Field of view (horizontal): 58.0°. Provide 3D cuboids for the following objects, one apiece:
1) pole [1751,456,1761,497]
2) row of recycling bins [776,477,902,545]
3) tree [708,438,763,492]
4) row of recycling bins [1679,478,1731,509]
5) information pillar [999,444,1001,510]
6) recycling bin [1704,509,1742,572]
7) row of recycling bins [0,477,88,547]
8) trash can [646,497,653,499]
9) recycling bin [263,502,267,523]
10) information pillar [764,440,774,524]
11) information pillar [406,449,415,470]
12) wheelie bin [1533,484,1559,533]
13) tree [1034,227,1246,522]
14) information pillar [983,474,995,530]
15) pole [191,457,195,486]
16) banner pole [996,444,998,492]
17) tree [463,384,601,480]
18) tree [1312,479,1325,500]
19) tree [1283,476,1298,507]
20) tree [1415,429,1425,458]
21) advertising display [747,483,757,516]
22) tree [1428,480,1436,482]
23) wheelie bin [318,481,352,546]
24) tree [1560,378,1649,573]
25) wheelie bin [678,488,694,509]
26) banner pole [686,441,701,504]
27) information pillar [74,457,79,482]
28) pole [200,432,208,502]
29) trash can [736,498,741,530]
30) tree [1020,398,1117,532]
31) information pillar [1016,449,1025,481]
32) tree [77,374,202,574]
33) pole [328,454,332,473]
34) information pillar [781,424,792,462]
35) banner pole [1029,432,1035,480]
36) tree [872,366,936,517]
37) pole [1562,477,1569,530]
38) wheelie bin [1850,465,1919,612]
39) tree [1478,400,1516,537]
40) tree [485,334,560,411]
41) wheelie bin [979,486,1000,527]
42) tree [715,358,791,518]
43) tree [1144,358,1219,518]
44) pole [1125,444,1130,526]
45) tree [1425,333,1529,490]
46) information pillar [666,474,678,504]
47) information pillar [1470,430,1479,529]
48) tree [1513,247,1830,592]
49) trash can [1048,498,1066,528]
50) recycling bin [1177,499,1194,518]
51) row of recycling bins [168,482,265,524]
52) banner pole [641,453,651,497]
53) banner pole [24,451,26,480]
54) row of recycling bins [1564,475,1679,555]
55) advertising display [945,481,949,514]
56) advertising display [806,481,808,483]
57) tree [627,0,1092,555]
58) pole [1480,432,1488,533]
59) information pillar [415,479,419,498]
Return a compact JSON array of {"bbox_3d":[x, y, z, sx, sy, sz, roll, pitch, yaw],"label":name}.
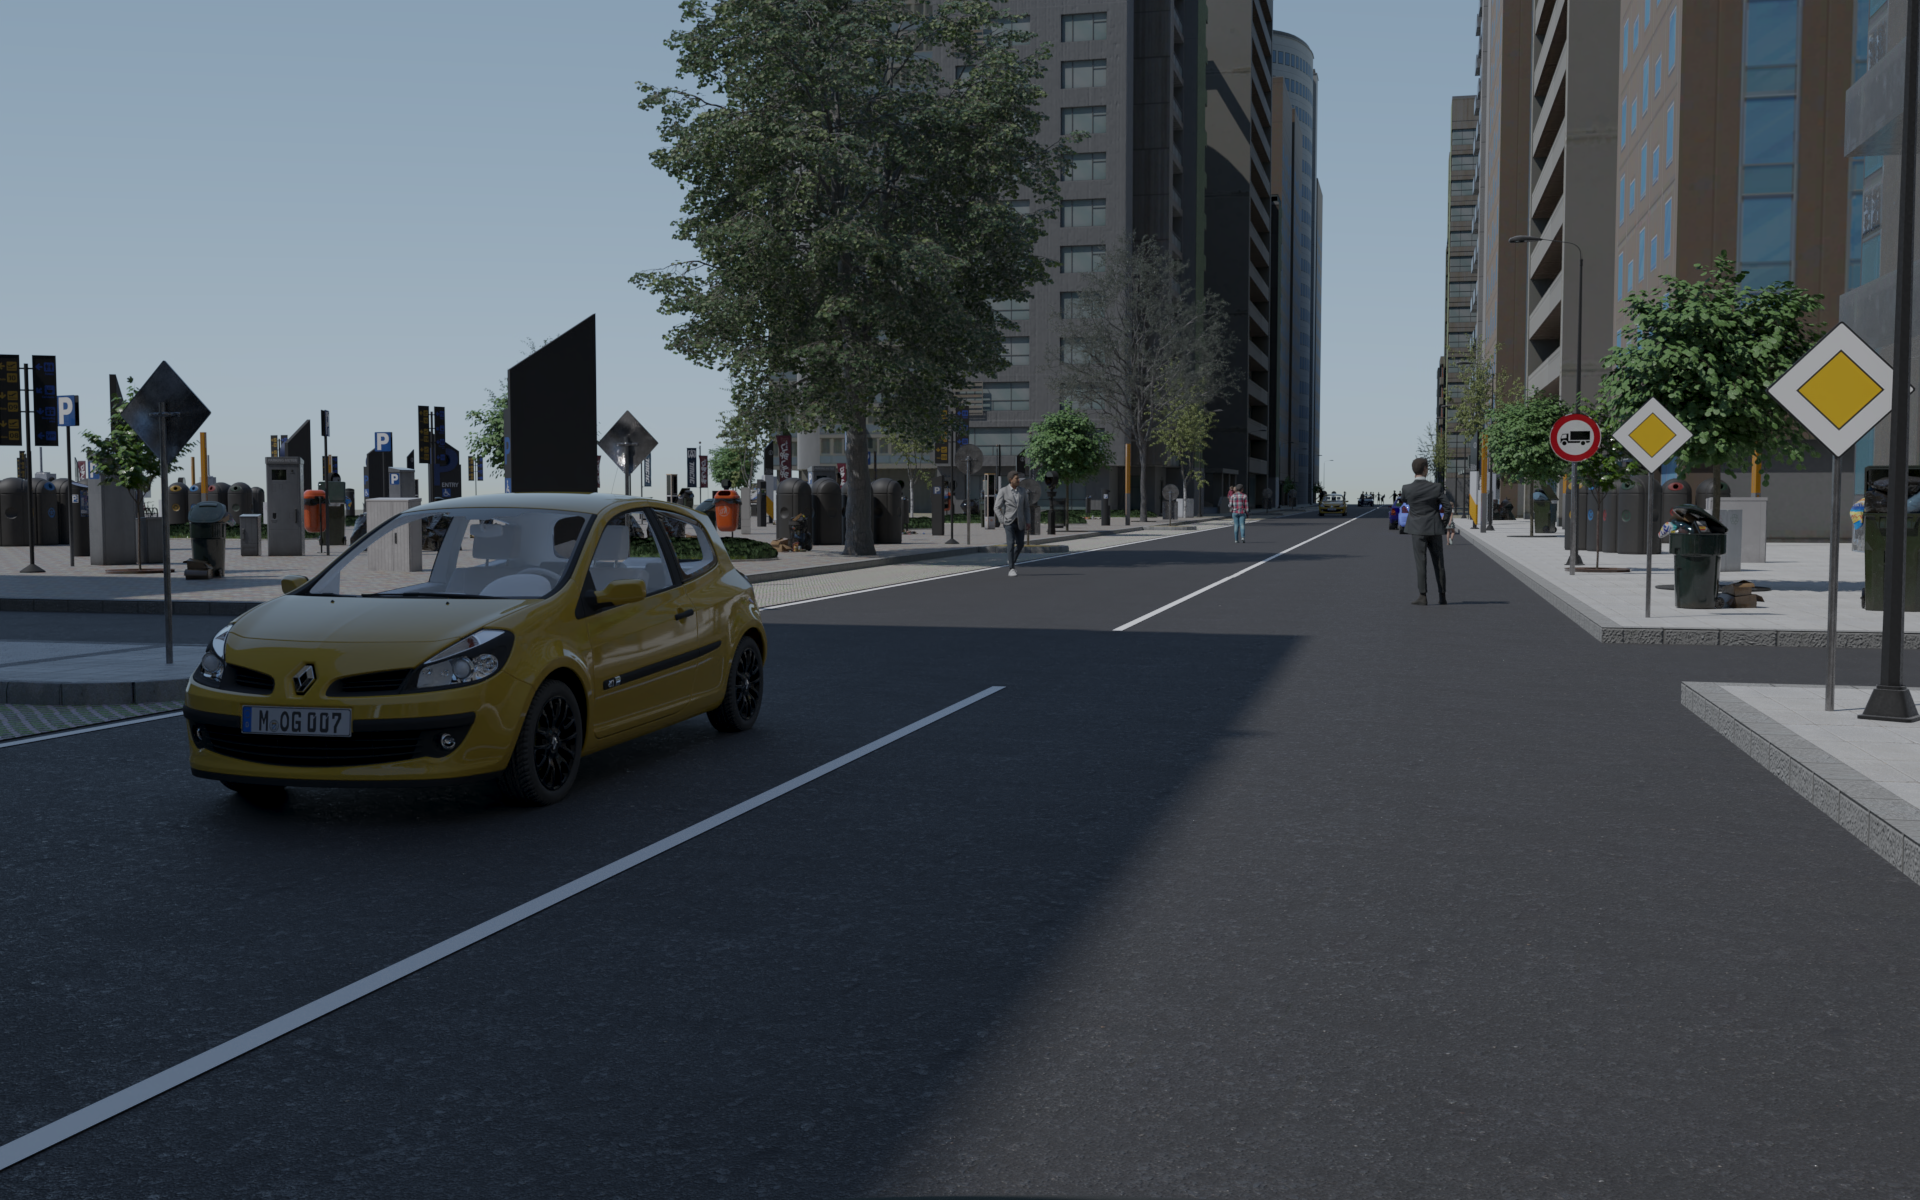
[{"bbox_3d":[19.569,-2.980,42.561,0.158,3.312,0.155,0,3,0],"label":"pole"},{"bbox_3d":[-3.004,-2.252,43.926,3.534,1.692,1.069,-2,4,-35],"label":"row of recycling bins"},{"bbox_3d":[-12.754,-6.989,97.988,4.285,4.588,4.351,0,3,0],"label":"tree"},{"bbox_3d":[18.145,-2.327,45.155,3.534,1.692,1.069,1,4,14],"label":"row of recycling bins"},{"bbox_3d":[1.876,-5.514,81.513,0.183,3.616,0.504,0,4,5],"label":"information pillar"},{"bbox_3d":[12.466,-0.994,28.800,0.722,1.027,0.722,-1,4,-21],"label":"recycling bin"},{"bbox_3d":[-22.937,-2.240,43.738,1.069,1.692,3.534,1,4,12],"label":"row of recycling bins"},{"bbox_3d":[-15.290,-4.440,84.242,0.748,1.137,0.748,0,3,0],"label":"trash can"},{"bbox_3d":[-21.279,-2.548,54.218,0.722,1.027,0.722,2,4,30],"label":"recycling bin"},{"bbox_3d":[-8.254,-5.106,74.839,0.504,3.616,0.183,-3,5,-43],"label":"information pillar"},{"bbox_3d":[-28.612,-6.051,90.284,0.183,3.616,0.504,2,4,29],"label":"information pillar"},{"bbox_3d":[19.117,-2.981,56.647,0.693,1.594,0.980,3,5,42],"label":"wheelie bin"},{"bbox_3d":[8.403,-10.351,79.614,12.009,13.543,11.850,0,3,0],"label":"tree"},{"bbox_3d":[1.084,-3.556,62.631,0.304,2.012,0.304,-1,4,-22],"label":"information pillar"},{"bbox_3d":[-41.888,-6.165,94.644,0.158,3.312,0.155,0,3,0],"label":"pole"},{"bbox_3d":[1.854,-5.941,87.157,0.401,3.779,0.863,0,4,4],"label":"banner pole"},{"bbox_3d":[-10.549,-3.650,43.393,4.285,4.588,4.351,0,3,0],"label":"tree"},{"bbox_3d":[46.479,-14.071,224.665,1.663,3.219,1.824,0,3,0],"label":"tree"},{"bbox_3d":[31.911,-10.658,168.867,1.663,3.219,1.824,0,3,0],"label":"tree"},{"bbox_3d":[47.427,-13.573,172.287,4.737,8.622,4.395,0,3,0],"label":"tree"},{"bbox_3d":[-12.016,-5.860,101.021,0.974,1.923,0.123,1,4,21],"label":"advertising display"},{"bbox_3d":[57.940,-13.344,212.768,1.663,3.219,1.824,0,3,0],"label":"tree"},{"bbox_3d":[-15.741,-2.169,43.366,0.980,1.594,0.693,-1,4,-17],"label":"wheelie bin"},{"bbox_3d":[10.706,-2.081,28.618,1.663,3.219,1.824,0,3,0],"label":"tree"},{"bbox_3d":[-13.941,-4.913,88.234,0.693,1.594,0.980,2,4,34],"label":"wheelie bin"},{"bbox_3d":[-12.561,-5.640,82.227,0.863,3.779,0.401,-1,4,-10],"label":"banner pole"},{"bbox_3d":[-55.869,-7.232,109.590,0.504,3.616,0.183,3,5,45],"label":"information pillar"},{"bbox_3d":[-24.864,-3.863,56.995,0.158,3.312,0.155,0,3,0],"label":"pole"},{"bbox_3d":[-8.067,-3.129,62.817,0.748,1.137,0.748,0,3,0],"label":"trash can"},{"bbox_3d":[3.570,-4.599,58.911,4.285,4.588,4.351,0,3,0],"label":"tree"},{"bbox_3d":[3.124,-5.962,88.834,0.504,3.616,0.183,-1,4,-13],"label":"information pillar"},{"bbox_3d":[-13.510,-2.053,28.167,1.663,3.219,1.824,0,3,0],"label":"tree"},{"bbox_3d":[-32.414,-5.832,89.202,0.158,3.312,0.155,0,3,0],"label":"pole"},{"bbox_3d":[-5.720,-4.016,57.017,0.183,3.616,0.504,2,4,33],"label":"information pillar"},{"bbox_3d":[2.901,-4.869,69.620,0.401,3.779,0.863,1,4,21],"label":"banner pole"},{"bbox_3d":[-2.667,-8.784,93.976,4.737,8.622,4.395,0,3,0],"label":"tree"},{"bbox_3d":[21.908,-4.205,62.591,0.158,3.312,0.155,0,3,0],"label":"pole"},{"bbox_3d":[10.324,-0.681,19.046,0.980,1.594,0.693,2,4,28],"label":"wheelie bin"},{"bbox_3d":[17.174,-4.156,51.668,4.285,4.588,4.351,0,3,0],"label":"tree"},{"bbox_3d":[-19.108,-7.859,78.855,4.360,8.622,3.978,0,3,0],"label":"tree"},{"bbox_3d":[1.146,-3.582,66.468,0.693,1.594,0.980,-2,4,-34],"label":"wheelie bin"},{"bbox_3d":[-11.152,-8.675,92.203,4.737,8.622,4.395,0,3,0],"label":"tree"},{"bbox_3d":[11.892,-8.665,92.032,4.737,8.622,4.395,0,3,0],"label":"tree"},{"bbox_3d":[6.832,-4.686,70.466,0.158,3.312,0.155,0,3,0],"label":"pole"},{"bbox_3d":[23.832,-7.849,78.698,4.737,8.622,4.395,0,3,0],"label":"tree"},{"bbox_3d":[-10.525,-3.598,63.326,0.304,2.012,0.304,3,5,42],"label":"information pillar"},{"bbox_3d":[18.854,-4.411,63.468,0.183,3.616,0.504,-1,4,-12],"label":"information pillar"},{"bbox_3d":[10.110,-2.411,23.133,4.285,4.588,4.351,0,3,0],"label":"tree"},{"bbox_3d":[3.677,-3.276,65.215,0.748,1.137,0.748,0,3,0],"label":"trash can"},{"bbox_3d":[12.159,-4.954,93.544,0.722,1.027,0.722,-1,4,-19],"label":"recycling bin"},{"bbox_3d":[-25.978,-3.235,60.001,3.534,1.692,1.069,1,4,20],"label":"row of recycling bins"},{"bbox_3d":[-13.204,-5.054,72.646,0.863,3.779,0.401,3,5,40],"label":"banner pole"},{"bbox_3d":[-53.798,-6.696,99.495,0.401,3.779,0.863,0,4,-8],"label":"banner pole"},{"bbox_3d":[14.439,-1.907,38.286,1.069,1.692,3.534,0,4,-4],"label":"row of recycling bins"},{"bbox_3d":[-0.912,-4.718,82.347,0.123,1.923,0.974,3,5,43],"label":"advertising display"},{"bbox_3d":[-7.215,-4.948,86.117,0.974,1.923,0.123,0,4,2],"label":"advertising display"},{"bbox_3d":[-2.145,-7.915,36.068,9.857,13.997,8.962,0,3,0],"label":"tree"},{"bbox_3d":[17.307,-3.874,57.189,0.158,3.312,0.155,0,3,0],"label":"pole"},{"bbox_3d":[-26.716,-4.925,85.022,0.304,2.012,0.304,-1,4,-17],"label":"information pillar"}]
